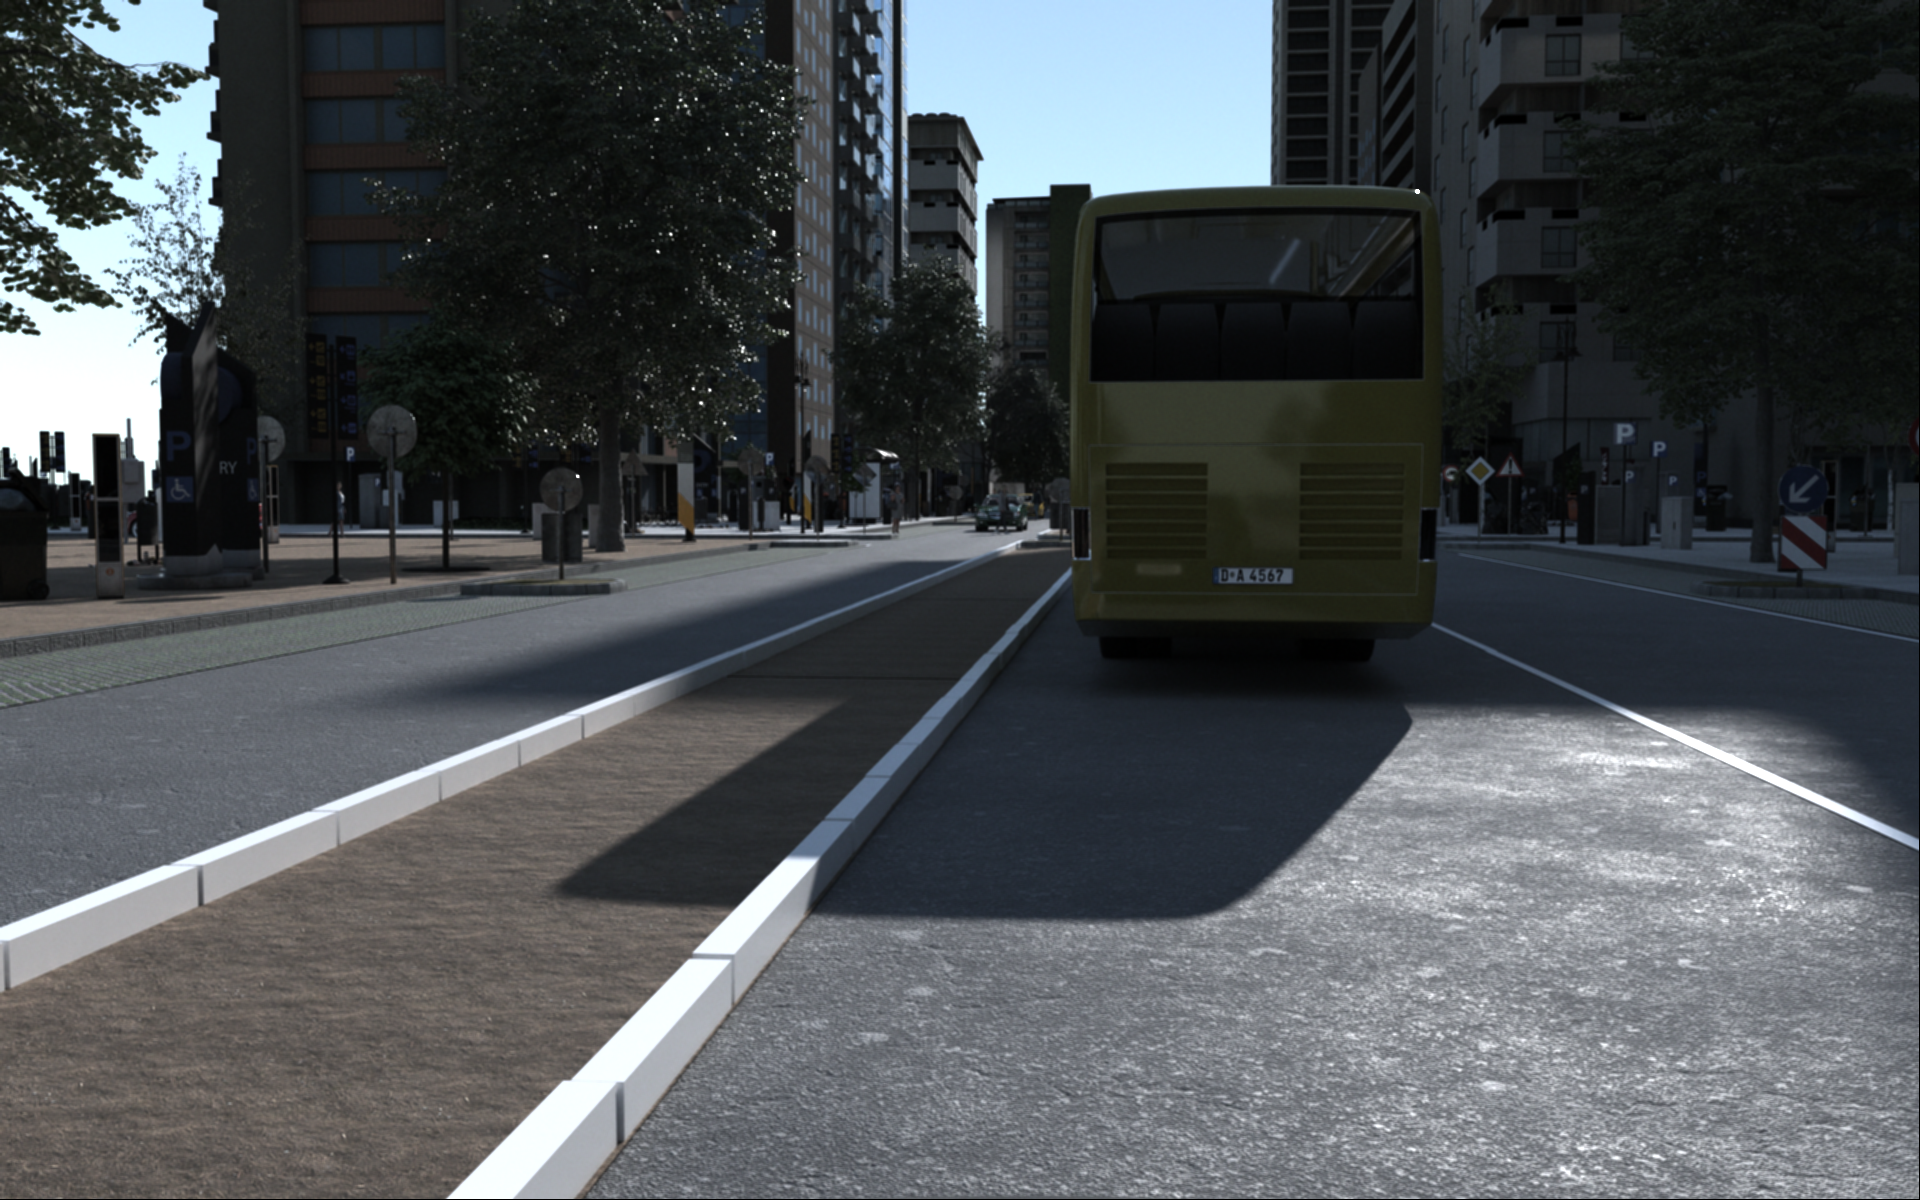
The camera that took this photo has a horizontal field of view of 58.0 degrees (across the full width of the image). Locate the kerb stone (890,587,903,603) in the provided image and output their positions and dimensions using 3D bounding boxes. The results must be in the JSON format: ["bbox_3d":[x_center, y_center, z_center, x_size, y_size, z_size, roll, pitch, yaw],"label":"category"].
[{"bbox_3d":[-0.910,-0.033,22.814,0.120,0.150,1.000,0,4,6],"label":"kerb stone"}]

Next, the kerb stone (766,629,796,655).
[{"bbox_3d":[-1.664,0.404,15.671,0.120,0.150,1.000,0,4,6],"label":"kerb stone"}]

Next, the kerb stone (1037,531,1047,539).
[{"bbox_3d":[2.695,-2.129,57.012,0.120,0.150,1.000,0,4,6],"label":"kerb stone"}]

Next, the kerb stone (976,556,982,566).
[{"bbox_3d":[0.273,-0.724,34.034,0.120,0.150,1.000,0,4,6],"label":"kerb stone"}]

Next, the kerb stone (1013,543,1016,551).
[{"bbox_3d":[1.245,-1.284,43.196,0.120,0.150,1.000,0,4,6],"label":"kerb stone"}]

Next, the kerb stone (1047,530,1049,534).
[{"bbox_3d":[2.805,-2.192,58.029,0.120,0.150,1.000,0,4,6],"label":"kerb stone"}]

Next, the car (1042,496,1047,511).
[{"bbox_3d":[6.179,-7.923,142.124,1.945,1.354,3.894,0,4,7],"label":"car"}]

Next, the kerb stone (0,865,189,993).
[{"bbox_3d":[-2.740,1.022,5.483,0.120,0.150,1.000,0,4,6],"label":"kerb stone"}]

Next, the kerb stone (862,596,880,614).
[{"bbox_3d":[-1.127,0.087,20.769,0.120,0.150,1.000,0,4,6],"label":"kerb stone"}]

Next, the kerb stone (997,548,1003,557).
[{"bbox_3d":[0.808,-1.036,39.131,0.120,0.150,1.000,0,4,6],"label":"kerb stone"}]

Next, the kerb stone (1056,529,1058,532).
[{"bbox_3d":[3.446,-2.560,64.148,0.120,0.150,1.000,0,4,6],"label":"kerb stone"}]

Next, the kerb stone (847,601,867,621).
[{"bbox_3d":[-1.228,0.149,19.751,0.120,0.150,1.000,0,4,6],"label":"kerb stone"}]

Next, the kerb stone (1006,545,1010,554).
[{"bbox_3d":[1.025,-1.159,41.163,0.120,0.150,1.000,0,4,6],"label":"kerb stone"}]

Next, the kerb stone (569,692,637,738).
[{"bbox_3d":[-2.195,0.711,10.577,0.120,0.150,1.000,0,4,6],"label":"kerb stone"}]

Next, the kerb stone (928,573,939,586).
[{"bbox_3d":[-0.483,-0.287,26.887,0.120,0.150,1.000,0,4,6],"label":"kerb stone"}]

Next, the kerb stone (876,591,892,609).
[{"bbox_3d":[-1.016,0.025,21.788,0.120,0.150,1.000,0,4,6],"label":"kerb stone"}]

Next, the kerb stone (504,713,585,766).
[{"bbox_3d":[-2.306,0.776,9.561,0.120,0.150,1.000,0,4,6],"label":"kerb stone"}]

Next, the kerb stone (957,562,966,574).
[{"bbox_3d":[-0.048,-0.534,30.967,0.120,0.150,1.000,0,4,6],"label":"kerb stone"}]

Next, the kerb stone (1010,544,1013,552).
[{"bbox_3d":[1.135,-1.214,42.180,0.120,0.150,1.000,0,4,6],"label":"kerb stone"}]

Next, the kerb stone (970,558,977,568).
[{"bbox_3d":[0.160,-0.662,33.013,0.120,0.150,1.000,0,4,6],"label":"kerb stone"}]

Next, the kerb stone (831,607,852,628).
[{"bbox_3d":[-1.340,0.212,18.736,0.120,0.150,1.000,0,4,6],"label":"kerb stone"}]

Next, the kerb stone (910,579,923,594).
[{"bbox_3d":[-0.696,-0.162,24.852,0.120,0.150,1.000,0,4,6],"label":"kerb stone"}]

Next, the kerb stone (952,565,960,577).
[{"bbox_3d":[-0.154,-0.474,29.941,0.120,0.150,1.000,0,4,6],"label":"kerb stone"}]

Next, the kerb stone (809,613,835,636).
[{"bbox_3d":[-1.451,0.274,17.719,0.120,0.150,1.000,0,4,6],"label":"kerb stone"}]

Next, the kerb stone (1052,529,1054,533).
[{"bbox_3d":[3.125,-2.378,61.092,0.120,0.150,1.000,0,4,6],"label":"kerb stone"}]

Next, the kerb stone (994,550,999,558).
[{"bbox_3d":[0.696,-0.973,38.108,0.120,0.150,1.000,0,4,6],"label":"kerb stone"}]

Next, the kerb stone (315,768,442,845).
[{"bbox_3d":[-2.522,0.897,7.523,0.120,0.150,1.000,0,4,6],"label":"kerb stone"}]

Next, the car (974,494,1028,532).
[{"bbox_3d":[1.645,-3.420,67.721,2.131,1.459,4.920,0,4,6],"label":"car"}]

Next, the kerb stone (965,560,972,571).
[{"bbox_3d":[0.057,-0.599,31.996,0.120,0.150,1.000,0,4,6],"label":"kerb stone"}]

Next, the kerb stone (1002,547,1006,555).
[{"bbox_3d":[0.916,-1.098,40.147,0.120,0.150,1.000,0,4,6],"label":"kerb stone"}]

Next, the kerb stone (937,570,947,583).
[{"bbox_3d":[-0.369,-0.344,27.905,0.120,0.150,1.000,0,4,6],"label":"kerb stone"}]

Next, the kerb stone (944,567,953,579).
[{"bbox_3d":[-0.269,-0.411,28.926,0.120,0.150,1.000,0,4,6],"label":"kerb stone"}]

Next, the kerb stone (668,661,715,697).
[{"bbox_3d":[-1.982,0.587,12.611,0.120,0.150,1.000,0,4,6],"label":"kerb stone"}]

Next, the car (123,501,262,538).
[{"bbox_3d":[-23.610,-2.722,53.543,4.494,1.783,2.155,0,4,6],"label":"car"}]

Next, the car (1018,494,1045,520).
[{"bbox_3d":[3.832,-5.385,98.260,2.015,1.641,3.980,0,4,7],"label":"car"}]

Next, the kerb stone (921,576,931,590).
[{"bbox_3d":[-0.592,-0.221,25.869,0.120,0.150,1.000,0,4,6],"label":"kerb stone"}]

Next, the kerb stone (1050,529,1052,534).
[{"bbox_3d":[3.021,-2.317,60.071,0.120,0.150,1.000,0,4,6],"label":"kerb stone"}]

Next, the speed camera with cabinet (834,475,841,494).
[{"bbox_3d":[-8.415,-7.942,124.190,0.660,3.252,2.038,2,4,35],"label":"speed camera with cabinet"}]

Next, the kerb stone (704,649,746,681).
[{"bbox_3d":[-1.879,0.524,13.632,0.120,0.150,1.000,0,4,6],"label":"kerb stone"}]

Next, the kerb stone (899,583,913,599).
[{"bbox_3d":[-0.803,-0.100,23.836,0.120,0.150,1.000,0,4,6],"label":"kerb stone"}]

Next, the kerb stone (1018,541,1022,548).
[{"bbox_3d":[1.457,-1.409,45.239,0.120,0.150,1.000,0,4,6],"label":"kerb stone"}]

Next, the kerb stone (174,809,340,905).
[{"bbox_3d":[-2.627,0.960,6.498,0.120,0.150,1.000,0,4,6],"label":"kerb stone"}]

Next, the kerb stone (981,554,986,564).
[{"bbox_3d":[0.380,-0.786,35.052,0.120,0.150,1.000,0,4,6],"label":"kerb stone"}]

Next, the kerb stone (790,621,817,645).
[{"bbox_3d":[-1.556,0.340,16.699,0.120,0.150,1.000,0,4,6],"label":"kerb stone"}]

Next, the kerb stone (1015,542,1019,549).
[{"bbox_3d":[1.344,-1.347,44.223,0.120,0.150,1.000,0,4,6],"label":"kerb stone"}]

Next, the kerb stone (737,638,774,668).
[{"bbox_3d":[-1.763,0.461,14.651,0.120,0.150,1.000,0,4,6],"label":"kerb stone"}]

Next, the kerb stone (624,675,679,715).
[{"bbox_3d":[-2.090,0.648,11.593,0.120,0.150,1.000,0,4,6],"label":"kerb stone"}]

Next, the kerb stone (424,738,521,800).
[{"bbox_3d":[-2.415,0.837,8.545,0.120,0.150,1.000,0,4,6],"label":"kerb stone"}]

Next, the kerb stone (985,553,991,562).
[{"bbox_3d":[0.485,-0.848,36.068,0.120,0.150,1.000,0,4,6],"label":"kerb stone"}]

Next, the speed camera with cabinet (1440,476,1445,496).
[{"bbox_3d":[22.199,-5.288,80.796,0.660,3.252,2.038,1,4,22],"label":"speed camera with cabinet"}]

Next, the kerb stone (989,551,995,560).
[{"bbox_3d":[0.597,-0.911,37.091,0.120,0.150,1.000,0,4,6],"label":"kerb stone"}]
